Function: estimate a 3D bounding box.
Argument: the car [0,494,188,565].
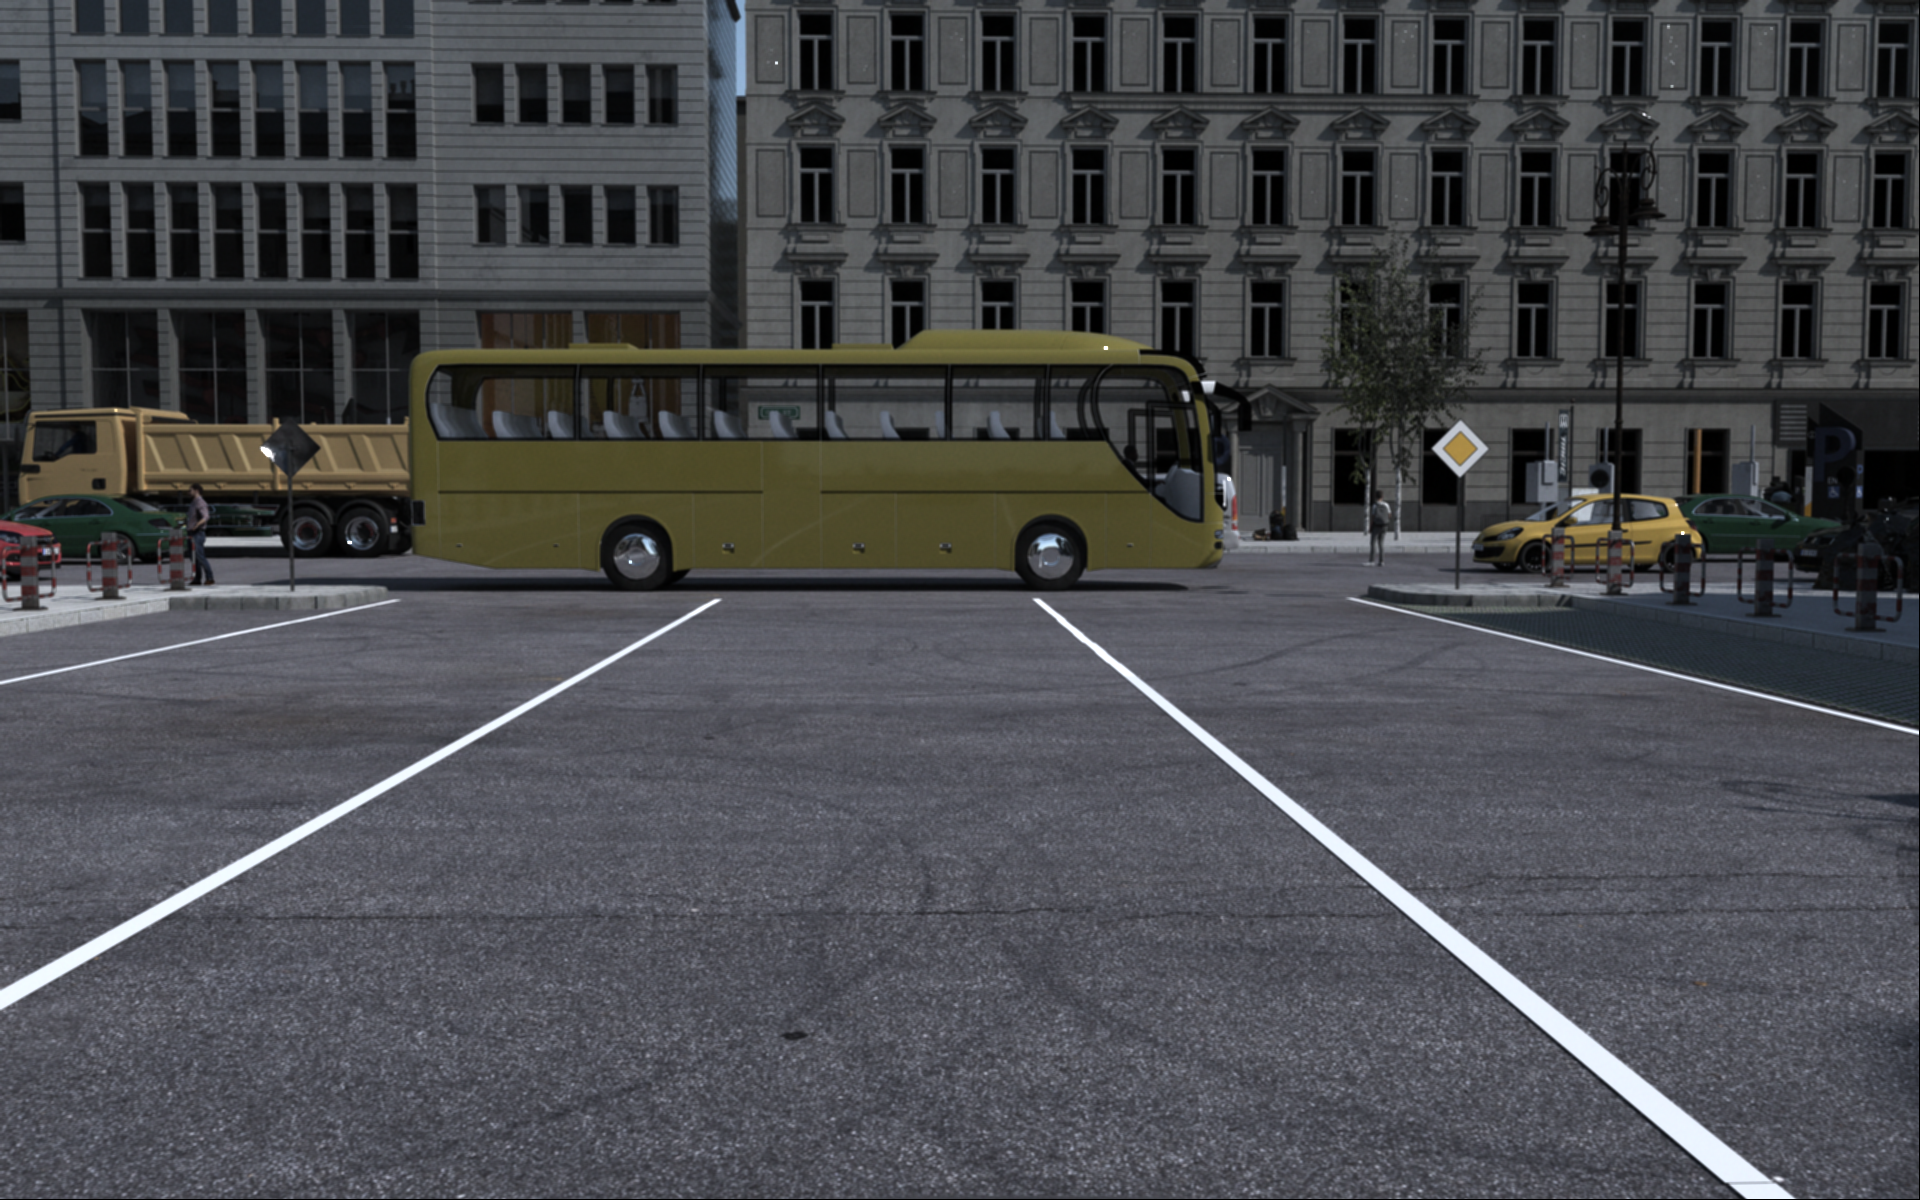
[{"bbox_3d":[-18.399,-1.462,35.698,4.920,1.459,2.131,0,4,-3],"label":"car"}]

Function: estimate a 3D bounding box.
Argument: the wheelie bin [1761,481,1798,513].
[{"bbox_3d":[20.606,-2.184,43.616,0.693,1.594,0.980,-1,4,-9],"label":"wheelie bin"}]

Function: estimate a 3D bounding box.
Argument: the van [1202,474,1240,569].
[{"bbox_3d":[3.384,-1.648,33.949,4.112,2.044,2.013,0,4,-1],"label":"van"}]

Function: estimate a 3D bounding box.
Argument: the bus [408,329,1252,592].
[{"bbox_3d":[-1.915,-2.134,26.432,12.252,3.916,2.896,0,4,0],"label":"bus"}]

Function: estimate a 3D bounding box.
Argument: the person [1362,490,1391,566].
[{"bbox_3d":[8.323,-1.433,34.521,0.523,1.515,0.503,2,4,33],"label":"person"}]

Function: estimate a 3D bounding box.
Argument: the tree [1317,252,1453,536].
[{"bbox_3d":[12.821,-6.308,53.498,4.737,8.622,4.395,0,3,0],"label":"tree"}]

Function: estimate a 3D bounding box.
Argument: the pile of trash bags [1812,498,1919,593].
[{"bbox_3d":[13.331,-0.841,23.510,3.447,1.369,1.912,-2,4,-31],"label":"pile of trash bags"}]

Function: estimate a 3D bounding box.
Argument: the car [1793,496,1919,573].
[{"bbox_3d":[15.807,-1.118,28.065,4.222,1.686,2.009,0,4,-1],"label":"car"}]

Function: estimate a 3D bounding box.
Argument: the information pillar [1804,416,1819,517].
[{"bbox_3d":[25.607,-3.707,51.957,0.504,3.616,0.183,1,4,17],"label":"information pillar"}]

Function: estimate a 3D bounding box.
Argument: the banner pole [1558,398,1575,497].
[{"bbox_3d":[15.840,-3.379,45.263,0.863,3.779,0.401,-3,5,-40],"label":"banner pole"}]

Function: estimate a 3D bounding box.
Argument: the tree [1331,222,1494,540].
[{"bbox_3d":[12.372,-5.959,47.797,4.360,8.622,3.978,0,3,0],"label":"tree"}]

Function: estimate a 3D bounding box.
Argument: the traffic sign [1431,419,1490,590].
[{"bbox_3d":[6.685,-1.198,23.232,0.795,2.450,0.064,0,4,-2],"label":"traffic sign"}]

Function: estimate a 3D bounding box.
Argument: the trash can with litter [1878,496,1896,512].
[{"bbox_3d":[46.543,-4.699,87.892,1.678,1.210,2.233,-2,4,-24],"label":"trash can with litter"}]

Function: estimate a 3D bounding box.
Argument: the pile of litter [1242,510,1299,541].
[{"bbox_3d":[8.592,-2.070,47.812,1.719,0.858,1.176,0,4,-3],"label":"pile of litter"}]

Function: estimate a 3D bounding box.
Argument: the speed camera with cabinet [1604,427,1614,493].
[{"bbox_3d":[18.485,-3.507,51.676,2.038,3.252,0.660,3,4,39],"label":"speed camera with cabinet"}]

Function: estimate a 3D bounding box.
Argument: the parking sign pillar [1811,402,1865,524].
[{"bbox_3d":[25.380,-3.767,50.062,1.447,3.967,1.447,-2,4,-34],"label":"parking sign pillar"}]

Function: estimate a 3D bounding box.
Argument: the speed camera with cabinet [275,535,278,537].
[{"bbox_3d":[-20.492,-3.573,52.760,0.660,3.252,2.038,1,4,14],"label":"speed camera with cabinet"}]

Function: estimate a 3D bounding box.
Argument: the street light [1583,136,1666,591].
[{"bbox_3d":[8.725,-3.064,22.892,0.468,5.910,1.993,0,4,-2],"label":"street light"}]

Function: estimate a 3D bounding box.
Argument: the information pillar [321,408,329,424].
[{"bbox_3d":[-17.274,-3.415,47.198,0.183,3.616,0.504,0,4,-7],"label":"information pillar"}]

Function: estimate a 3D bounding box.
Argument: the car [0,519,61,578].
[{"bbox_3d":[-17.289,-1.201,28.683,4.494,1.783,2.155,0,4,-1],"label":"car"}]

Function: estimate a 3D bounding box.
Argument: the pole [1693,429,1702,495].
[{"bbox_3d":[23.193,-3.712,54.530,0.158,3.312,0.155,0,3,0],"label":"pole"}]

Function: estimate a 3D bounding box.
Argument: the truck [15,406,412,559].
[{"bbox_3d":[-16.964,-2.671,39.594,9.791,3.379,3.469,0,4,-2],"label":"truck"}]

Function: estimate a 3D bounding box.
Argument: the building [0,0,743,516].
[{"bbox_3d":[-23.225,-17.360,61.331,29.804,29.767,11.434,0,4,-2],"label":"building"}]

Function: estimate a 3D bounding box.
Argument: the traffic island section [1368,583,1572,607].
[{"bbox_3d":[6.709,-0.063,23.310,2.009,0.180,2.903,0,4,-2],"label":"traffic island section"}]

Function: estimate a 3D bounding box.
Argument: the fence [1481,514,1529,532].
[{"bbox_3d":[15.932,-2.154,50.600,2.069,0.683,0.278,-2,4,-31],"label":"fence"}]

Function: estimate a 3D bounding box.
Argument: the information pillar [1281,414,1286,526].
[{"bbox_3d":[9.554,-3.656,51.122,0.183,3.616,0.504,0,4,5],"label":"information pillar"}]

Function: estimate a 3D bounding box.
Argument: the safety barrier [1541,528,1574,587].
[{"bbox_3d":[8.231,-0.586,23.856,0.300,0.817,1.120,0,4,-2],"label":"safety barrier"}]

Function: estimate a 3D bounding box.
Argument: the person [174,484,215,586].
[{"bbox_3d":[-11.689,-0.980,26.484,0.435,1.587,0.963,-3,5,-44],"label":"person"}]

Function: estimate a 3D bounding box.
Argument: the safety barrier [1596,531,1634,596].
[{"bbox_3d":[8.290,-0.469,21.941,0.300,0.817,1.120,0,4,-2],"label":"safety barrier"}]

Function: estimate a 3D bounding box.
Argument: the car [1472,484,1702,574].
[{"bbox_3d":[11.498,-1.326,31.906,3.980,1.641,2.015,0,4,-2],"label":"car"}]

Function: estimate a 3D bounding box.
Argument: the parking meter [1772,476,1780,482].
[{"bbox_3d":[27.035,-3.164,57.435,0.255,1.863,0.399,2,4,24],"label":"parking meter"}]

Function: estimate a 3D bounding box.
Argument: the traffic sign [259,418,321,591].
[{"bbox_3d":[-8.802,-1.171,22.783,0.795,2.450,0.064,0,4,-2],"label":"traffic sign"}]

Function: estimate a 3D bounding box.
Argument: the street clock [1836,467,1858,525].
[{"bbox_3d":[23.311,-2.507,45.557,0.358,2.002,0.471,-3,5,-44],"label":"street clock"}]

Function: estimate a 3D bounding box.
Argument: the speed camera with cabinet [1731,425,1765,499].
[{"bbox_3d":[22.967,-3.420,50.251,0.660,3.252,2.038,3,5,40],"label":"speed camera with cabinet"}]

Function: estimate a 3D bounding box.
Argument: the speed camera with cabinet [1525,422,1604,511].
[{"bbox_3d":[16.701,-3.283,48.021,2.038,3.252,0.660,-1,4,-20],"label":"speed camera with cabinet"}]

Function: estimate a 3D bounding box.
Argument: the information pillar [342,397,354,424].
[{"bbox_3d":[-14.885,-3.112,42.230,0.504,3.616,0.183,3,5,44],"label":"information pillar"}]

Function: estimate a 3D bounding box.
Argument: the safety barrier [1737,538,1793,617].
[{"bbox_3d":[8.405,-0.234,18.096,0.300,0.817,1.120,0,4,-2],"label":"safety barrier"}]

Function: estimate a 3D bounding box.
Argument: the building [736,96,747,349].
[{"bbox_3d":[-21.843,-39.117,228.802,27.495,52.752,28.713,0,4,-2],"label":"building"}]

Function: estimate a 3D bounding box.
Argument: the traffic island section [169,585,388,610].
[{"bbox_3d":[-8.826,-0.034,22.844,2.009,0.180,2.903,0,4,-2],"label":"traffic island section"}]

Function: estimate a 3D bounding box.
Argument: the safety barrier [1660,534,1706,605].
[{"bbox_3d":[8.349,-0.352,20.025,0.300,0.817,1.120,0,4,-2],"label":"safety barrier"}]

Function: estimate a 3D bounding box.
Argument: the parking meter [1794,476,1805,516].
[{"bbox_3d":[26.709,-3.016,55.017,0.255,1.863,0.399,-1,4,-13],"label":"parking meter"}]

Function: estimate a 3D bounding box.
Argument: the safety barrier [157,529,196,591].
[{"bbox_3d":[-10.371,-0.530,22.936,0.300,0.817,1.120,0,4,-2],"label":"safety barrier"}]

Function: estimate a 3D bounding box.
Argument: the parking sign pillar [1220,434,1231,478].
[{"bbox_3d":[8.177,-4.107,55.614,1.447,3.967,1.447,3,5,43],"label":"parking sign pillar"}]

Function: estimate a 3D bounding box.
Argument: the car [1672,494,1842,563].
[{"bbox_3d":[16.535,-1.539,36.966,4.920,1.459,2.131,0,4,-2],"label":"car"}]

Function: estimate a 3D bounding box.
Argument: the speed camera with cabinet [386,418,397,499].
[{"bbox_3d":[-15.341,-3.125,45.428,0.660,3.252,2.038,-2,4,-33],"label":"speed camera with cabinet"}]

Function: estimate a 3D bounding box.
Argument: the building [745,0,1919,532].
[{"bbox_3d":[14.122,-17.679,65.465,44.131,29.872,17.030,0,4,-2],"label":"building"}]

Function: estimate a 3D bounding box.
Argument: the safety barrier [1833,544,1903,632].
[{"bbox_3d":[8.468,-0.116,16.173,0.300,0.817,1.120,0,4,-2],"label":"safety barrier"}]

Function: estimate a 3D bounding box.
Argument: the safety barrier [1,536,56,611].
[{"bbox_3d":[-10.256,-0.294,19.088,0.300,0.817,1.120,0,4,-2],"label":"safety barrier"}]

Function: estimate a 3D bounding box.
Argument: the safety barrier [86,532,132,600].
[{"bbox_3d":[-10.313,-0.412,21.007,0.300,0.817,1.120,0,4,-2],"label":"safety barrier"}]
